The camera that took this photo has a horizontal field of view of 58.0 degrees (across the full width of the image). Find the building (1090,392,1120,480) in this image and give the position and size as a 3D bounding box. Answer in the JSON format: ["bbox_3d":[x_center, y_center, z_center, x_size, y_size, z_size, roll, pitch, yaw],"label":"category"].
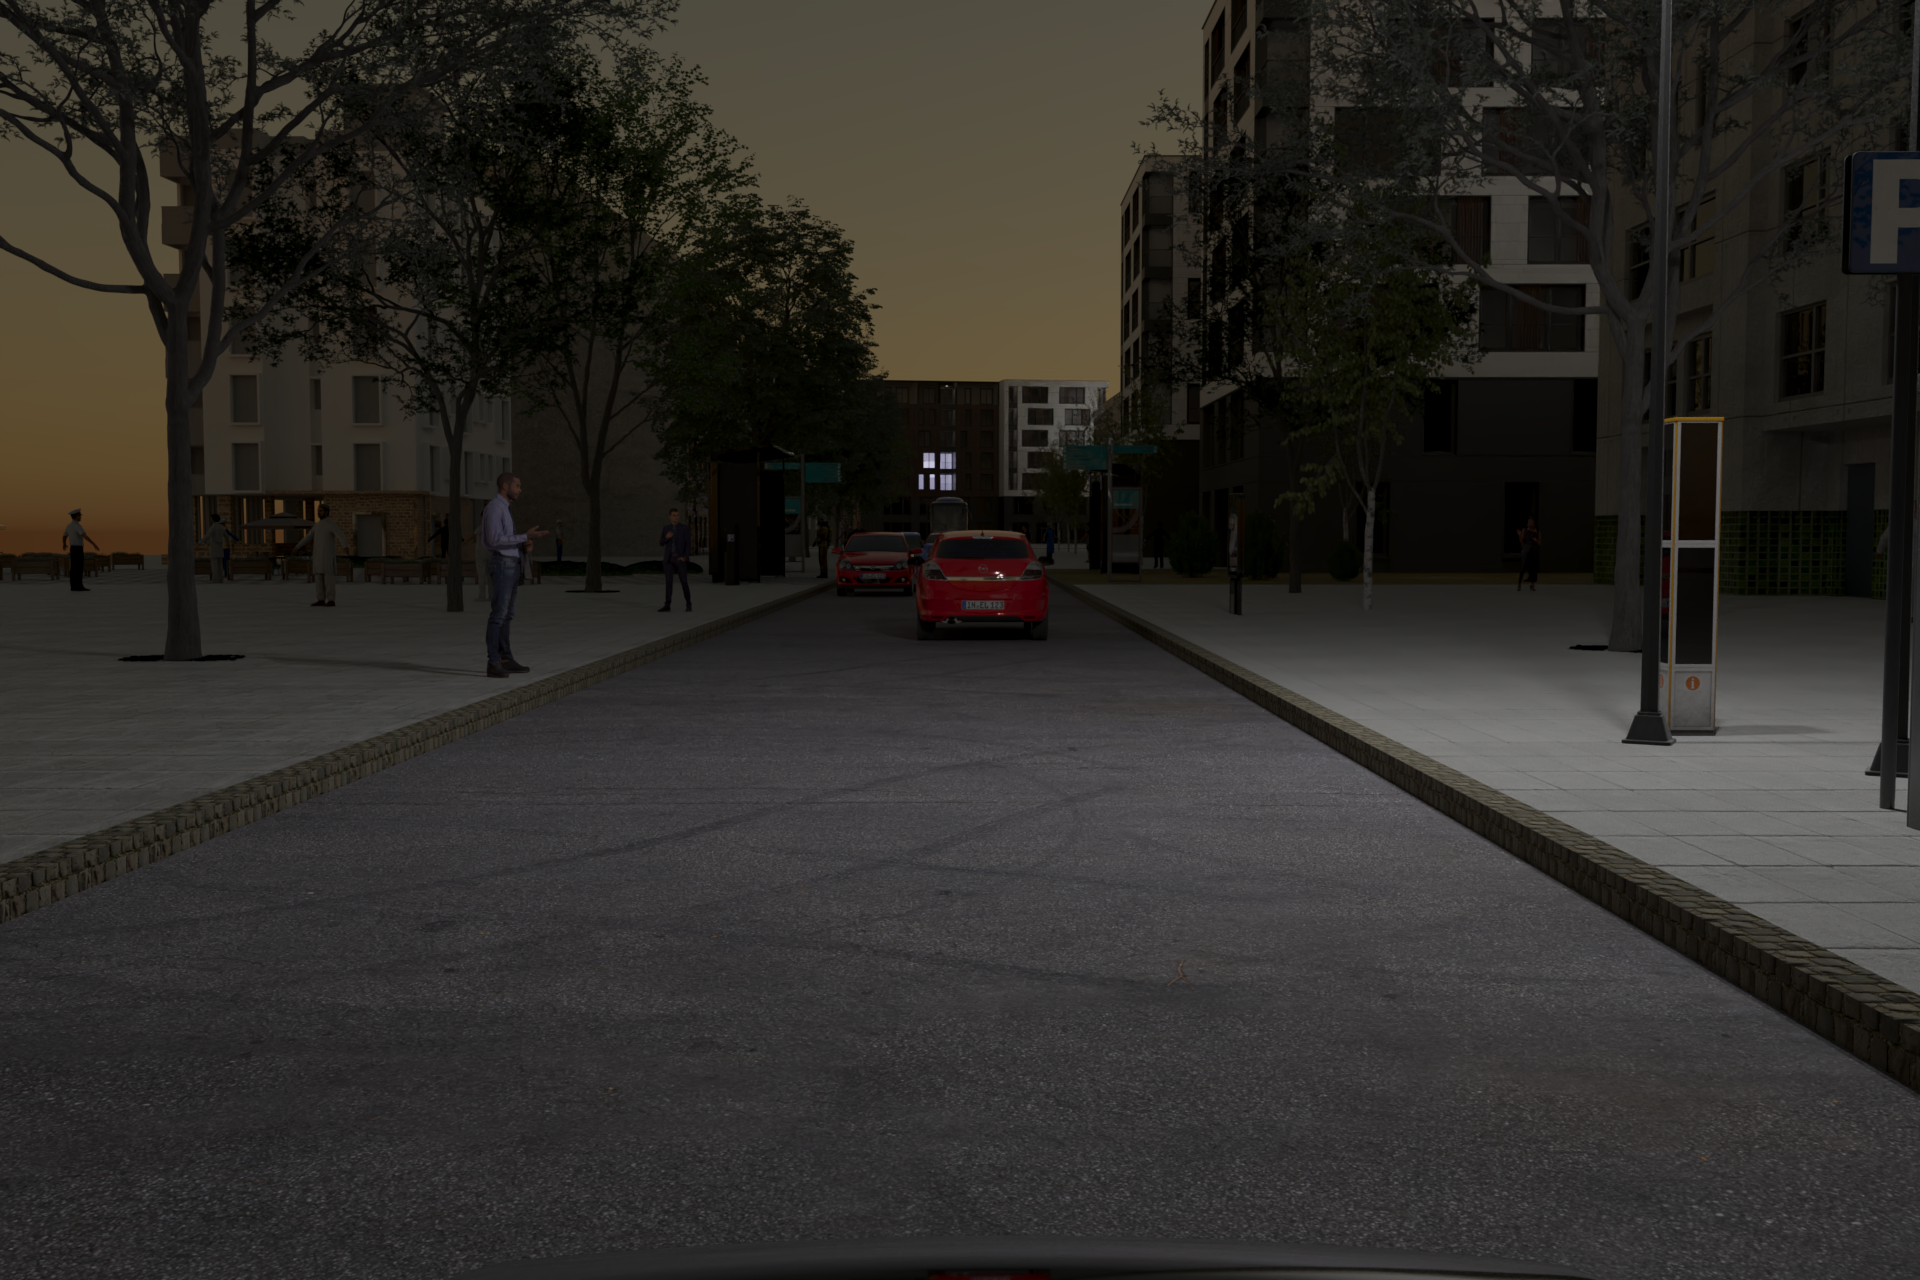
[{"bbox_3d":[26.259,-23.262,211.266,19.493,23.208,18.063,0,3,0],"label":"building"}]

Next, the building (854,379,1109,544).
[{"bbox_3d":[1.262,-24.090,240.310,32.646,21.610,27.936,-1,4,-10],"label":"building"}]

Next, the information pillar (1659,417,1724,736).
[{"bbox_3d":[4.645,-0.403,11.078,0.304,2.012,0.304,0,4,1],"label":"information pillar"}]

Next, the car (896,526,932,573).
[{"bbox_3d":[-1.880,-2.885,56.768,1.945,1.707,3.694,0,4,1],"label":"car"}]

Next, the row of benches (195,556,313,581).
[{"bbox_3d":[-19.811,-1.992,48.039,4.104,0.672,1.422,-2,4,-31],"label":"row of benches"}]

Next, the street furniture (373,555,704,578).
[{"bbox_3d":[-13.221,-2.338,53.846,10.072,0.657,5.734,0,4,2],"label":"street furniture"}]

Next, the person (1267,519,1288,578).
[{"bbox_3d":[9.144,-2.668,50.424,1.217,1.733,0.721,-3,5,-42],"label":"person"}]

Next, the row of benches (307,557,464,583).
[{"bbox_3d":[-15.247,-1.888,46.333,4.104,0.672,1.422,-1,4,-10],"label":"row of benches"}]

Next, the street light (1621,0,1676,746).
[{"bbox_3d":[4.780,-2.319,10.462,1.470,5.913,1.316,0,4,0],"label":"street light"}]

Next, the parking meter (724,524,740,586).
[{"bbox_3d":[-5.696,-2.134,43.294,0.372,1.533,0.369,0,3,0],"label":"parking meter"}]

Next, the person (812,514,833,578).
[{"bbox_3d":[-4.004,-2.725,50.321,0.705,1.858,1.354,1,4,11],"label":"person"}]

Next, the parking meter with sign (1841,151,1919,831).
[{"bbox_3d":[4.326,-0.668,7.183,0.543,3.016,1.738,0,4,1],"label":"parking meter with sign"}]

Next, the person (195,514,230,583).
[{"bbox_3d":[-19.401,-2.381,45.118,0.705,1.806,1.347,1,4,12],"label":"person"}]

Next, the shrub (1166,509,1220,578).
[{"bbox_3d":[6.845,-2.844,50.914,1.690,2.028,1.600,0,3,0],"label":"shrub"}]

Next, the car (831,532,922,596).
[{"bbox_3d":[-1.961,-1.977,41.362,2.155,1.783,4.494,0,4,0],"label":"car"}]

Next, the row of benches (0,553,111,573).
[{"bbox_3d":[-30.456,-2.572,57.519,1.422,0.672,4.104,3,5,42],"label":"row of benches"}]

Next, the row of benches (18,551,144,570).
[{"bbox_3d":[-31.184,-2.806,61.333,4.104,0.672,1.422,-3,4,-38],"label":"row of benches"}]

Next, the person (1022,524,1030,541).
[{"bbox_3d":[2.362,-3.325,63.009,0.705,1.806,1.347,0,4,0],"label":"person"}]

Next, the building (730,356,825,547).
[{"bbox_3d":[-23.905,-19.546,186.036,16.747,18.905,31.486,0,4,0],"label":"building"}]

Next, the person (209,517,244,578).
[{"bbox_3d":[-21.690,-2.733,51.151,1.216,1.772,0.721,1,4,17],"label":"person"}]

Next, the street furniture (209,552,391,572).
[{"bbox_3d":[-23.985,-2.920,63.372,5.734,0.657,10.072,1,4,13],"label":"street furniture"}]

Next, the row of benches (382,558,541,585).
[{"bbox_3d":[-12.674,-1.766,44.330,4.104,0.672,1.422,0,4,4],"label":"row of benches"}]

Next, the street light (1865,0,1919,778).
[{"bbox_3d":[5.535,-2.233,9.048,1.470,5.913,1.316,0,4,1],"label":"street light"}]

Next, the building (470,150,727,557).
[{"bbox_3d":[-24.836,-16.883,106.966,19.493,23.208,18.063,0,4,0],"label":"building"}]

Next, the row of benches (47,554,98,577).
[{"bbox_3d":[-27.196,-2.296,52.995,1.422,0.672,4.104,-3,4,-38],"label":"row of benches"}]

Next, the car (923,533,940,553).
[{"bbox_3d":[-0.809,-4.436,81.572,2.155,1.783,4.494,0,3,0],"label":"car"}]

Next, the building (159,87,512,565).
[{"bbox_3d":[-27.703,-13.319,74.184,16.016,20.090,11.380,0,4,1],"label":"building"}]

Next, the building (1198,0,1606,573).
[{"bbox_3d":[23.691,-13.981,72.568,27.936,21.610,32.646,0,3,0],"label":"building"}]

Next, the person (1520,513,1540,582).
[{"bbox_3d":[15.347,-2.482,46.518,0.705,1.837,1.347,0,4,3],"label":"person"}]

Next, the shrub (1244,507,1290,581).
[{"bbox_3d":[8.272,-2.668,48.040,1.690,2.028,1.600,0,3,0],"label":"shrub"}]

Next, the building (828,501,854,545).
[{"bbox_3d":[-23.078,-23.475,214.736,19.493,23.208,18.063,0,4,1],"label":"building"}]

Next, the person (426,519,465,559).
[{"bbox_3d":[-17.698,-3.270,59.687,1.346,1.802,0.704,-1,4,-21],"label":"person"}]

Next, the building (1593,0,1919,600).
[{"bbox_3d":[24.560,-9.890,28.166,16.747,18.905,31.486,0,4,0],"label":"building"}]

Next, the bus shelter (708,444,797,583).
[{"bbox_3d":[-5.728,-3.497,48.454,1.731,3.624,6.357,0,4,1],"label":"bus shelter"}]

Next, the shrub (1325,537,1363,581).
[{"bbox_3d":[10.432,-2.197,47.034,1.383,1.207,1.383,0,3,0],"label":"shrub"}]

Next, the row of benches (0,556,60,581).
[{"bbox_3d":[-27.014,-1.980,47.830,4.104,0.672,1.422,-1,4,-14],"label":"row of benches"}]

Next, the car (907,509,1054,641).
[{"bbox_3d":[0.300,-0.962,24.773,2.155,1.783,4.494,0,3,0],"label":"car"}]

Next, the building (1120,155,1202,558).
[{"bbox_3d":[23.878,-16.271,110.008,27.936,21.610,32.646,0,3,0],"label":"building"}]

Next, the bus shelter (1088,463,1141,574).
[{"bbox_3d":[5.040,-4.101,58.328,1.731,3.624,6.357,0,4,1],"label":"bus shelter"}]
